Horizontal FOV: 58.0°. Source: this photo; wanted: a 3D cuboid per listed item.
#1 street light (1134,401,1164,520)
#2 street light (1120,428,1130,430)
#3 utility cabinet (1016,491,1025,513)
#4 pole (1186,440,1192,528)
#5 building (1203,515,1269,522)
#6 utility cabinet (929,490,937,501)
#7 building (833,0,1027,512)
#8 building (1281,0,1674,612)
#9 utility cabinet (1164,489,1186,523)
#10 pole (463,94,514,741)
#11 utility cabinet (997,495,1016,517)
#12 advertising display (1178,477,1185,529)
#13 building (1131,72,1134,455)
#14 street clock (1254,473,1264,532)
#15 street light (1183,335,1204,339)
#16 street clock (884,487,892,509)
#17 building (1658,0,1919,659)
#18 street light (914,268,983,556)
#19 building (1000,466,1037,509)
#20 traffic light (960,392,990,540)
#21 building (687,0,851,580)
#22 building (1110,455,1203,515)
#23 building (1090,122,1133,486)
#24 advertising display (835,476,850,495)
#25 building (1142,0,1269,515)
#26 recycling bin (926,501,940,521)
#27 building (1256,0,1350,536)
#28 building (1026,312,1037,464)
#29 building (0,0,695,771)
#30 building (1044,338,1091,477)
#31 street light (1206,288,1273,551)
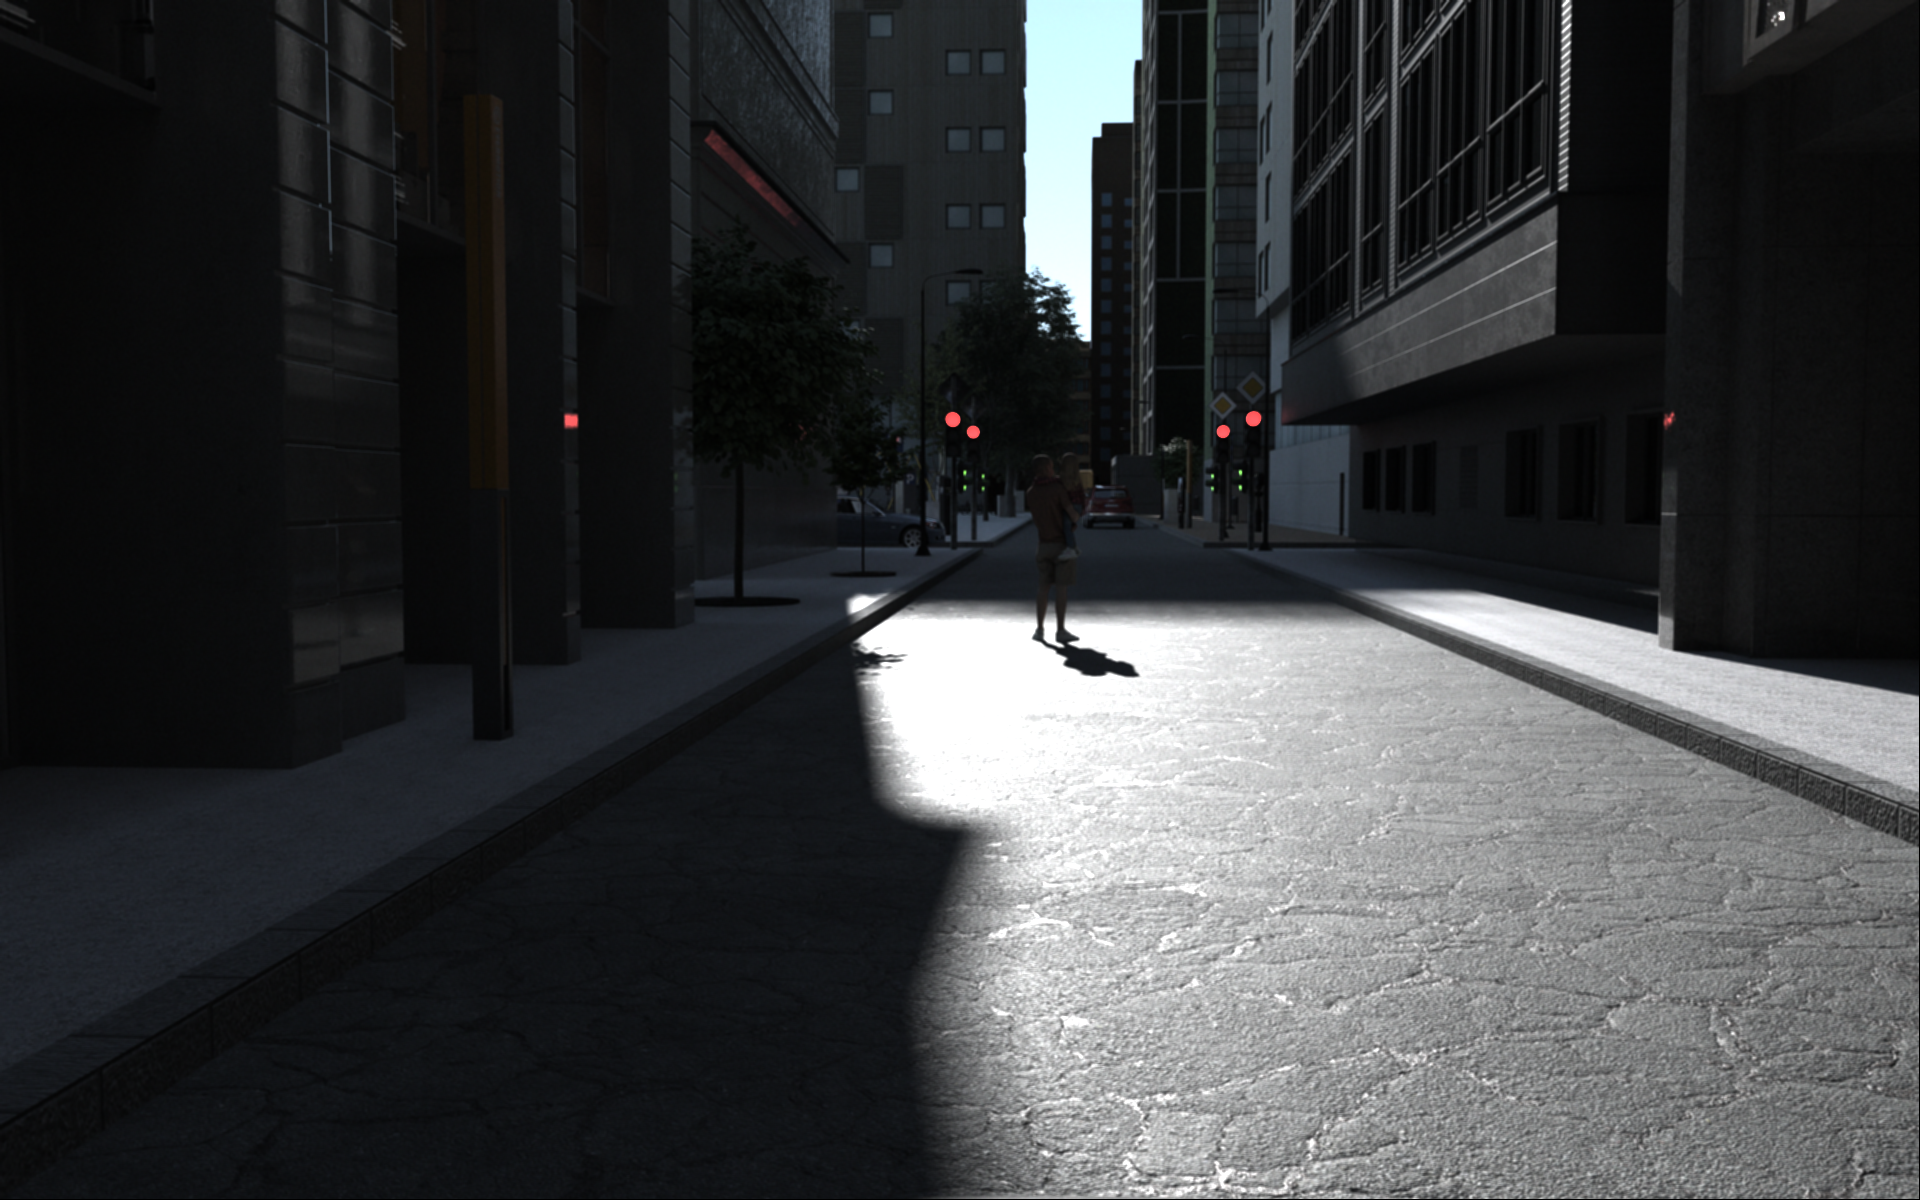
[{"bbox_3d":[9.546,-6.965,86.414,1.470,5.913,1.316,0,4,4],"label":"street light"},{"bbox_3d":[12.010,-9.165,122.385,1.470,5.913,1.316,0,4,4],"label":"street light"},{"bbox_3d":[3.692,-6.505,115.027,1.173,1.500,0.318,0,4,7],"label":"utility cabinet"},{"bbox_3d":[8.639,-4.367,65.239,0.158,3.312,0.155,0,3,0],"label":"pole"},{"bbox_3d":[18.843,-24.454,83.426,14.154,41.232,14.086,0,4,4],"label":"building"},{"bbox_3d":[-1.154,-5.469,98.093,1.173,1.500,0.318,-1,4,-9],"label":"utility cabinet"},{"bbox_3d":[-8.469,-33.484,136.701,28.713,52.752,27.495,0,4,4],"label":"building"},{"bbox_3d":[13.454,-14.225,26.091,14.314,27.812,24.014,0,4,4],"label":"building"},{"bbox_3d":[9.417,-4.114,75.941,1.173,1.500,0.318,-3,5,-42],"label":"utility cabinet"},{"bbox_3d":[-2.450,-0.927,8.996,0.158,3.312,0.155,0,3,0],"label":"pole"},{"bbox_3d":[2.593,-5.208,96.306,1.020,1.237,0.306,-2,4,-25],"label":"utility cabinet"},{"bbox_3d":[8.202,-3.605,64.159,0.123,1.923,0.974,0,4,-2],"label":"advertising display"},{"bbox_3d":[23.526,-29.534,166.472,14.154,41.232,14.086,0,4,4],"label":"building"},{"bbox_3d":[10.054,-3.287,58.316,0.358,2.002,0.471,-1,4,-16],"label":"street clock"},{"bbox_3d":[7.202,-4.780,50.692,1.470,5.913,1.316,0,4,4],"label":"street light"},{"bbox_3d":[-5.017,-7.118,120.956,0.471,2.002,0.358,1,4,19],"label":"street clock"},{"bbox_3d":[11.197,-11.344,3.491,12.078,24.808,19.932,0,4,4],"label":"building"},{"bbox_3d":[-0.228,-3.869,35.793,1.470,5.913,1.316,0,4,4],"label":"street light"},{"bbox_3d":[-2.654,-44.163,160.310,20.563,71.187,20.611,0,4,4],"label":"building"},{"bbox_3d":[0.404,-3.603,47.824,0.839,4.253,0.868,0,4,4],"label":"traffic light"},{"bbox_3d":[-17.529,-12.227,33.196,30.059,22.955,16.112,0,4,4],"label":"building"},{"bbox_3d":[20.262,-41.097,110.186,20.563,71.187,20.611,0,4,4],"label":"building"},{"bbox_3d":[23.138,-34.354,211.794,14.200,45.320,14.600,0,4,4],"label":"building"},{"bbox_3d":[-3.532,-2.611,47.905,0.974,1.923,0.123,0,4,5],"label":"advertising display"},{"bbox_3d":[20.746,-27.420,131.908,14.154,41.232,14.086,0,4,4],"label":"building"},{"bbox_3d":[-0.965,-2.929,60.439,0.722,1.027,0.722,1,4,8],"label":"recycling bin"},{"bbox_3d":[24.455,-28.638,57.469,27.495,52.752,28.713,0,4,4],"label":"building"},{"bbox_3d":[-6.160,-20.860,186.107,28.899,21.520,27.650,0,4,4],"label":"building"},{"bbox_3d":[-8.991,-13.738,2.105,11.434,29.767,29.804,0,4,4],"label":"building"},{"bbox_3d":[2.083,-22.976,220.699,28.899,21.520,27.650,0,4,4],"label":"building"},{"bbox_3d":[6.379,-4.071,39.095,1.470,5.913,1.316,0,4,4],"label":"street light"}]
